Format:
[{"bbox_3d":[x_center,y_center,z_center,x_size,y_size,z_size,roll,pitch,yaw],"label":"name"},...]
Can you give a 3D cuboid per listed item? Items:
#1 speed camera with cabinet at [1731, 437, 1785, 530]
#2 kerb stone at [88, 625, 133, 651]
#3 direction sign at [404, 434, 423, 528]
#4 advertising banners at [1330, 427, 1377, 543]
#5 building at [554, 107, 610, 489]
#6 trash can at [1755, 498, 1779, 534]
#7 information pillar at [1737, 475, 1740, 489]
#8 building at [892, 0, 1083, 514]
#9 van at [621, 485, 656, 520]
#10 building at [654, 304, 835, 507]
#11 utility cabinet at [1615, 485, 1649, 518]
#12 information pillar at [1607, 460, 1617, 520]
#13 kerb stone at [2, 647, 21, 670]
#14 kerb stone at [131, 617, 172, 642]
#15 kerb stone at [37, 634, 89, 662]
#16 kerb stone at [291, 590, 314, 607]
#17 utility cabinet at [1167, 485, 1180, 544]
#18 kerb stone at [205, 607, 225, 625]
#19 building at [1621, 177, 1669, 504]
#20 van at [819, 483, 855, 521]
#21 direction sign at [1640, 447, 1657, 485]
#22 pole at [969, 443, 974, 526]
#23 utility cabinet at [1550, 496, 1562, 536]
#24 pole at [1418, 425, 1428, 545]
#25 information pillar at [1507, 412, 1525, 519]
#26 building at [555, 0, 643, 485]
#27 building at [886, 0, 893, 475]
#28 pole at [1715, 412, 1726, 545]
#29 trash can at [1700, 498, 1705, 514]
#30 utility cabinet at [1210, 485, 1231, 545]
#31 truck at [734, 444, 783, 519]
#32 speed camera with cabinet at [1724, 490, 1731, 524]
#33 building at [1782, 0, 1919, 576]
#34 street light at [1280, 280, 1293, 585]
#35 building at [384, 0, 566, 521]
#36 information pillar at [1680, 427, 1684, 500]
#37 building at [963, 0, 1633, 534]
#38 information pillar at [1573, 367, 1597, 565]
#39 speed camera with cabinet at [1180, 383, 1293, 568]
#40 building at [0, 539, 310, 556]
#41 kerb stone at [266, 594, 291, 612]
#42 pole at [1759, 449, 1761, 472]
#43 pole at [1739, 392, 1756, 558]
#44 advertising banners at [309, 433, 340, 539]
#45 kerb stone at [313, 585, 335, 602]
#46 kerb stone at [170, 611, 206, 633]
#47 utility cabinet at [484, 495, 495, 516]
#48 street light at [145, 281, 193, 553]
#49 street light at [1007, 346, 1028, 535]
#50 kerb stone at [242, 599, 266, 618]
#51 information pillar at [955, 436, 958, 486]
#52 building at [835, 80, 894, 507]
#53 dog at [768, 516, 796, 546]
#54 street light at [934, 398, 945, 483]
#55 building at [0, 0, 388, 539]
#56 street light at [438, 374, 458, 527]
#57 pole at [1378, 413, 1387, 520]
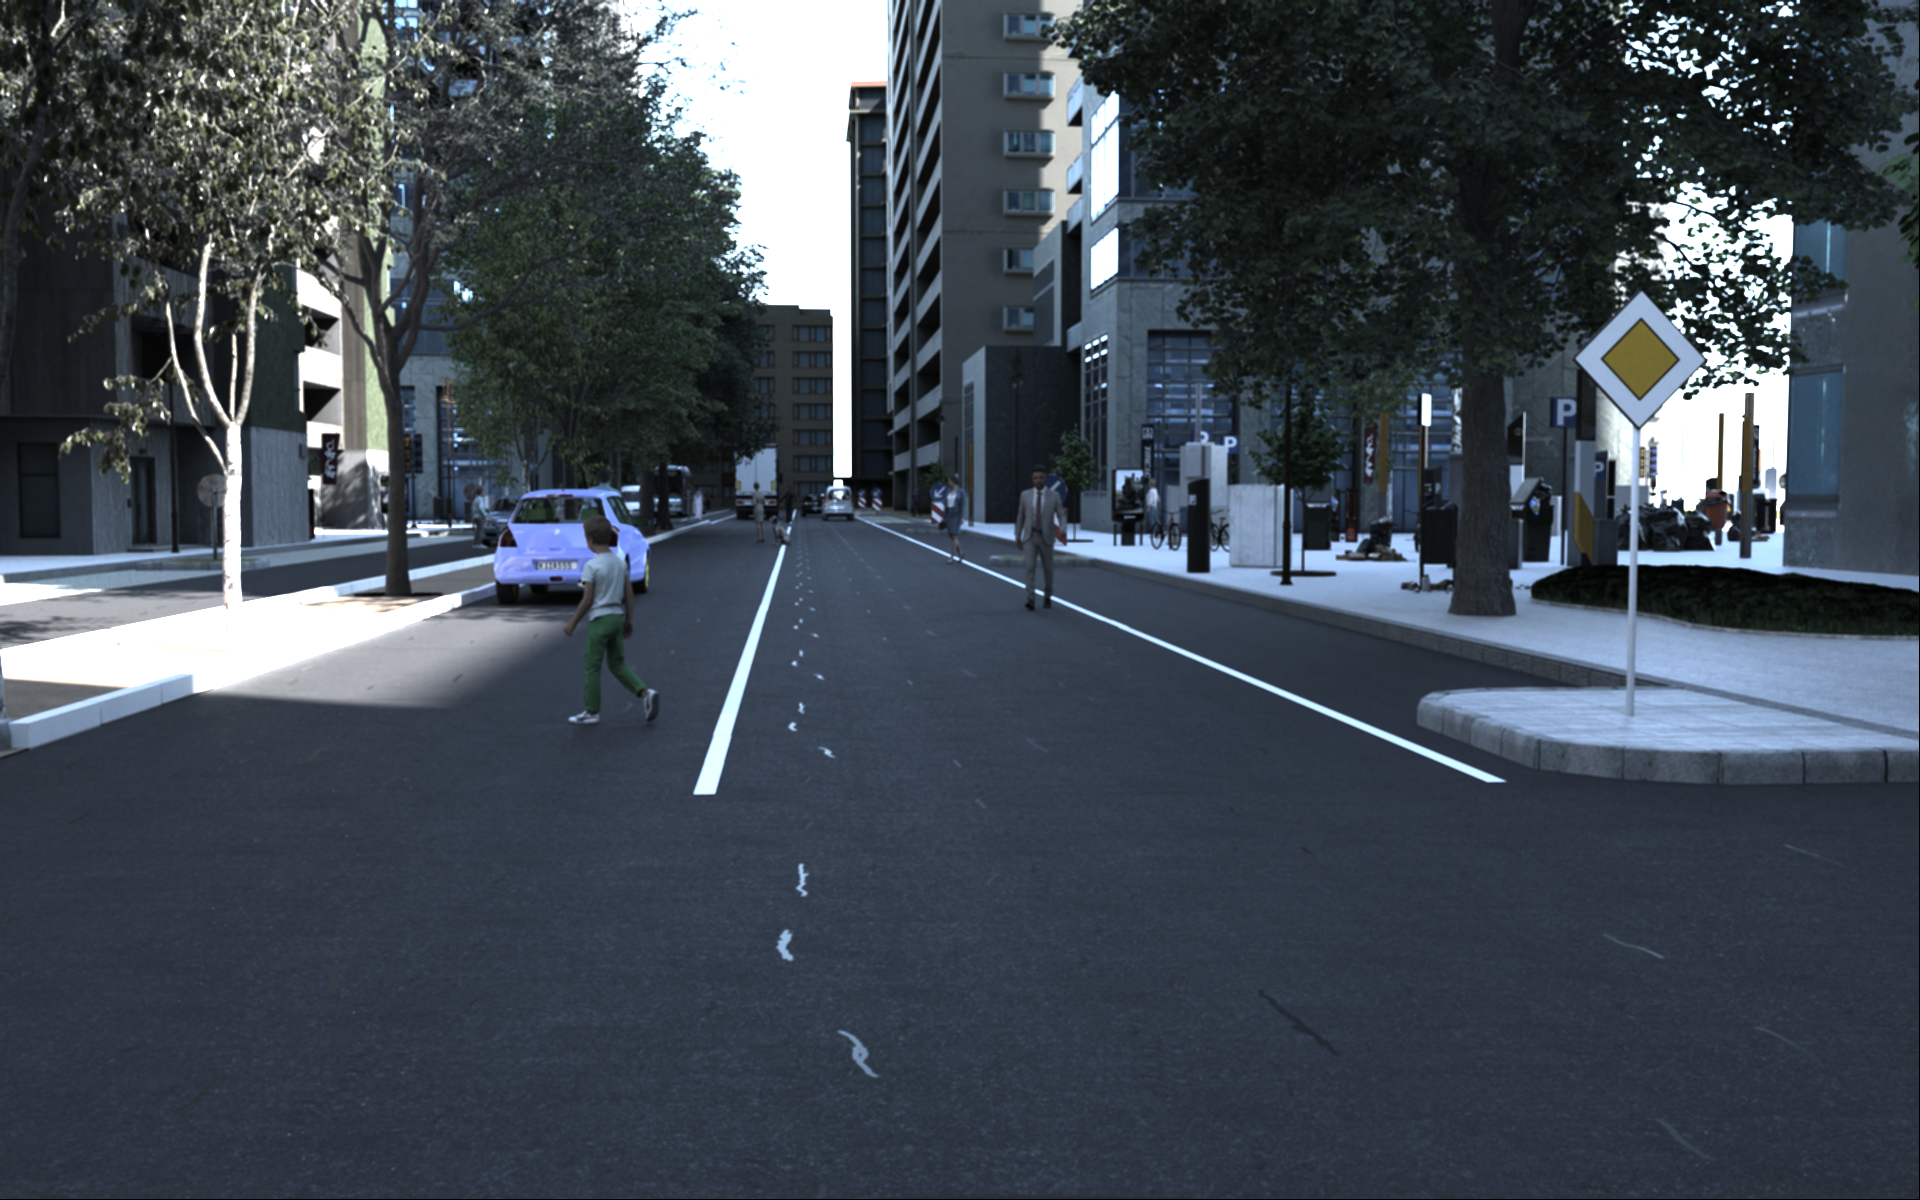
[{"bbox_3d":[27.637,-3.990,59.568,2.038,3.252,0.660,-2,4,-26],"label":"speed camera with cabinet"},{"bbox_3d":[-7.980,0.371,16.122,0.120,0.150,1.000,0,4,-5],"label":"kerb stone"},{"bbox_3d":[-20.683,-4.496,65.507,0.876,3.537,0.379,1,4,22],"label":"direction sign"},{"bbox_3d":[10.388,-3.044,45.958,0.090,3.025,2.074,-2,4,-24],"label":"advertising banners"},{"bbox_3d":[-32.136,-21.373,121.152,14.160,30.474,14.107,0,4,-5],"label":"building"},{"bbox_3d":[26.026,-2.705,55.876,0.748,1.137,0.748,0,3,0],"label":"trash can"},{"bbox_3d":[29.582,-3.728,65.438,0.304,2.012,0.304,-1,4,-18],"label":"information pillar"},{"bbox_3d":[6.447,-30.504,122.438,21.300,48.544,21.600,0,4,-5],"label":"building"},{"bbox_3d":[-15.173,-4.507,80.703,2.013,2.044,4.112,0,4,-7],"label":"van"},{"bbox_3d":[-27.817,-20.488,180.018,28.899,21.520,27.650,0,4,-5],"label":"building"},{"bbox_3d":[16.872,-2.165,44.070,1.173,1.500,0.318,1,4,15],"label":"utility cabinet"},{"bbox_3d":[13.819,-1.995,37.107,0.304,2.012,0.304,-1,4,-22],"label":"information pillar"},{"bbox_3d":[-7.789,0.496,14.083,0.120,0.150,1.000,0,4,-5],"label":"kerb stone"},{"bbox_3d":[-8.073,0.309,17.142,0.120,0.150,1.000,0,4,-5],"label":"kerb stone"},{"bbox_3d":[-7.885,0.434,15.103,0.120,0.150,1.000,0,4,-5],"label":"kerb stone"},{"bbox_3d":[-8.548,-0.002,22.275,0.120,0.150,1.000,0,4,-5],"label":"kerb stone"},{"bbox_3d":[5.428,-2.158,43.956,0.318,1.500,1.173,0,4,5],"label":"utility cabinet"},{"bbox_3d":[-8.270,0.183,19.200,0.120,0.150,1.000,0,4,-5],"label":"kerb stone"},{"bbox_3d":[55.045,-23.724,159.589,14.107,30.474,14.160,0,4,-5],"label":"building"},{"bbox_3d":[-6.666,-5.335,94.238,2.013,2.044,4.112,0,4,-7],"label":"van"},{"bbox_3d":[32.943,-5.573,83.109,0.876,3.537,0.379,1,4,20],"label":"direction sign"},{"bbox_3d":[0.442,-4.575,68.637,0.158,3.312,0.155,0,3,0],"label":"pole"},{"bbox_3d":[17.834,-2.556,52.947,0.306,1.237,1.020,-3,5,-44],"label":"utility cabinet"},{"bbox_3d":[11.720,-3.060,43.876,0.158,3.312,0.155,0,3,0],"label":"pole"},{"bbox_3d":[15.967,-3.573,49.778,0.504,3.616,0.183,2,4,33],"label":"information pillar"},{"bbox_3d":[-37.972,-43.334,146.762,20.611,71.187,20.563,0,4,-5],"label":"building"},{"bbox_3d":[7.791,-34.152,147.619,28.713,52.752,27.495,0,4,-5],"label":"building"},{"bbox_3d":[18.971,-3.020,43.216,0.158,3.312,0.155,0,3,0],"label":"pole"},{"bbox_3d":[28.119,-3.260,64.946,0.748,1.137,0.748,0,3,0],"label":"trash can"},{"bbox_3d":[6.689,-2.125,43.426,0.318,1.500,1.173,-2,4,-24],"label":"utility cabinet"},{"bbox_3d":[-11.934,-6.937,102.326,2.839,4.237,11.283,0,4,-5],"label":"truck"},{"bbox_3d":[33.625,-4.889,74.279,0.660,3.252,2.038,-2,4,-31],"label":"speed camera with cabinet"},{"bbox_3d":[28.226,-24.528,20.646,30.456,49.044,23.786,0,4,-5],"label":"building"},{"bbox_3d":[4.614,-3.151,24.315,0.468,5.910,1.993,0,4,-5],"label":"street light"},{"bbox_3d":[-33.831,-47.914,96.065,22.319,86.520,31.000,0,4,-5],"label":"building"},{"bbox_3d":[25.171,-4.222,60.389,0.183,3.616,0.504,1,4,23],"label":"information pillar"},{"bbox_3d":[12.663,-46.246,68.800,22.319,86.520,31.000,0,4,-5],"label":"building"},{"bbox_3d":[9.762,-2.182,27.022,0.504,3.616,0.183,-3,5,-42],"label":"information pillar"},{"bbox_3d":[4.884,-2.220,30.632,2.038,3.252,0.660,3,5,42],"label":"speed camera with cabinet"},{"bbox_3d":[-23.669,-16.269,37.704,14.160,30.474,14.107,0,4,-5],"label":"building"},{"bbox_3d":[-8.449,0.059,21.255,0.120,0.150,1.000,0,4,-5],"label":"kerb stone"},{"bbox_3d":[35.802,-5.120,77.553,0.158,3.312,0.155,0,3,0],"label":"pole"},{"bbox_3d":[15.732,-2.492,34.595,0.158,3.312,0.155,0,3,0],"label":"pole"},{"bbox_3d":[-18.776,-3.264,49.559,2.074,3.025,0.090,0,4,-8],"label":"advertising banners"},{"bbox_3d":[-8.635,-0.067,23.293,0.120,0.150,1.000,0,4,-5],"label":"kerb stone"},{"bbox_3d":[-8.170,0.246,18.166,0.120,0.150,1.000,0,4,-5],"label":"kerb stone"},{"bbox_3d":[-21.293,-4.113,78.405,0.306,1.237,1.020,-2,4,-25],"label":"utility cabinet"},{"bbox_3d":[-17.159,-3.970,37.700,0.468,5.910,1.993,0,4,-5],"label":"street light"},{"bbox_3d":[1.781,-4.979,54.186,0.468,5.910,1.993,0,4,-5],"label":"street light"},{"bbox_3d":[-8.353,0.120,20.237,0.120,0.150,1.000,0,4,-5],"label":"kerb stone"},{"bbox_3d":[-0.132,-4.831,70.336,0.183,3.616,0.504,0,4,2],"label":"information pillar"},{"bbox_3d":[1.149,-32.117,179.732,28.867,44.769,22.147,0,4,-5],"label":"building"},{"bbox_3d":[-4.879,-1.917,48.178,0.800,0.831,0.513,1,4,18],"label":"dog"},{"bbox_3d":[-0.948,-6.780,83.643,0.468,5.910,1.993,0,4,-5],"label":"street light"},{"bbox_3d":[-28.338,-17.598,59.435,14.160,30.474,14.107,0,4,-5],"label":"building"},{"bbox_3d":[-19.776,-5.761,66.981,0.468,5.910,1.993,0,4,-5],"label":"street light"},{"bbox_3d":[10.635,-3.041,43.562,0.158,3.312,0.155,0,3,0],"label":"pole"}]
